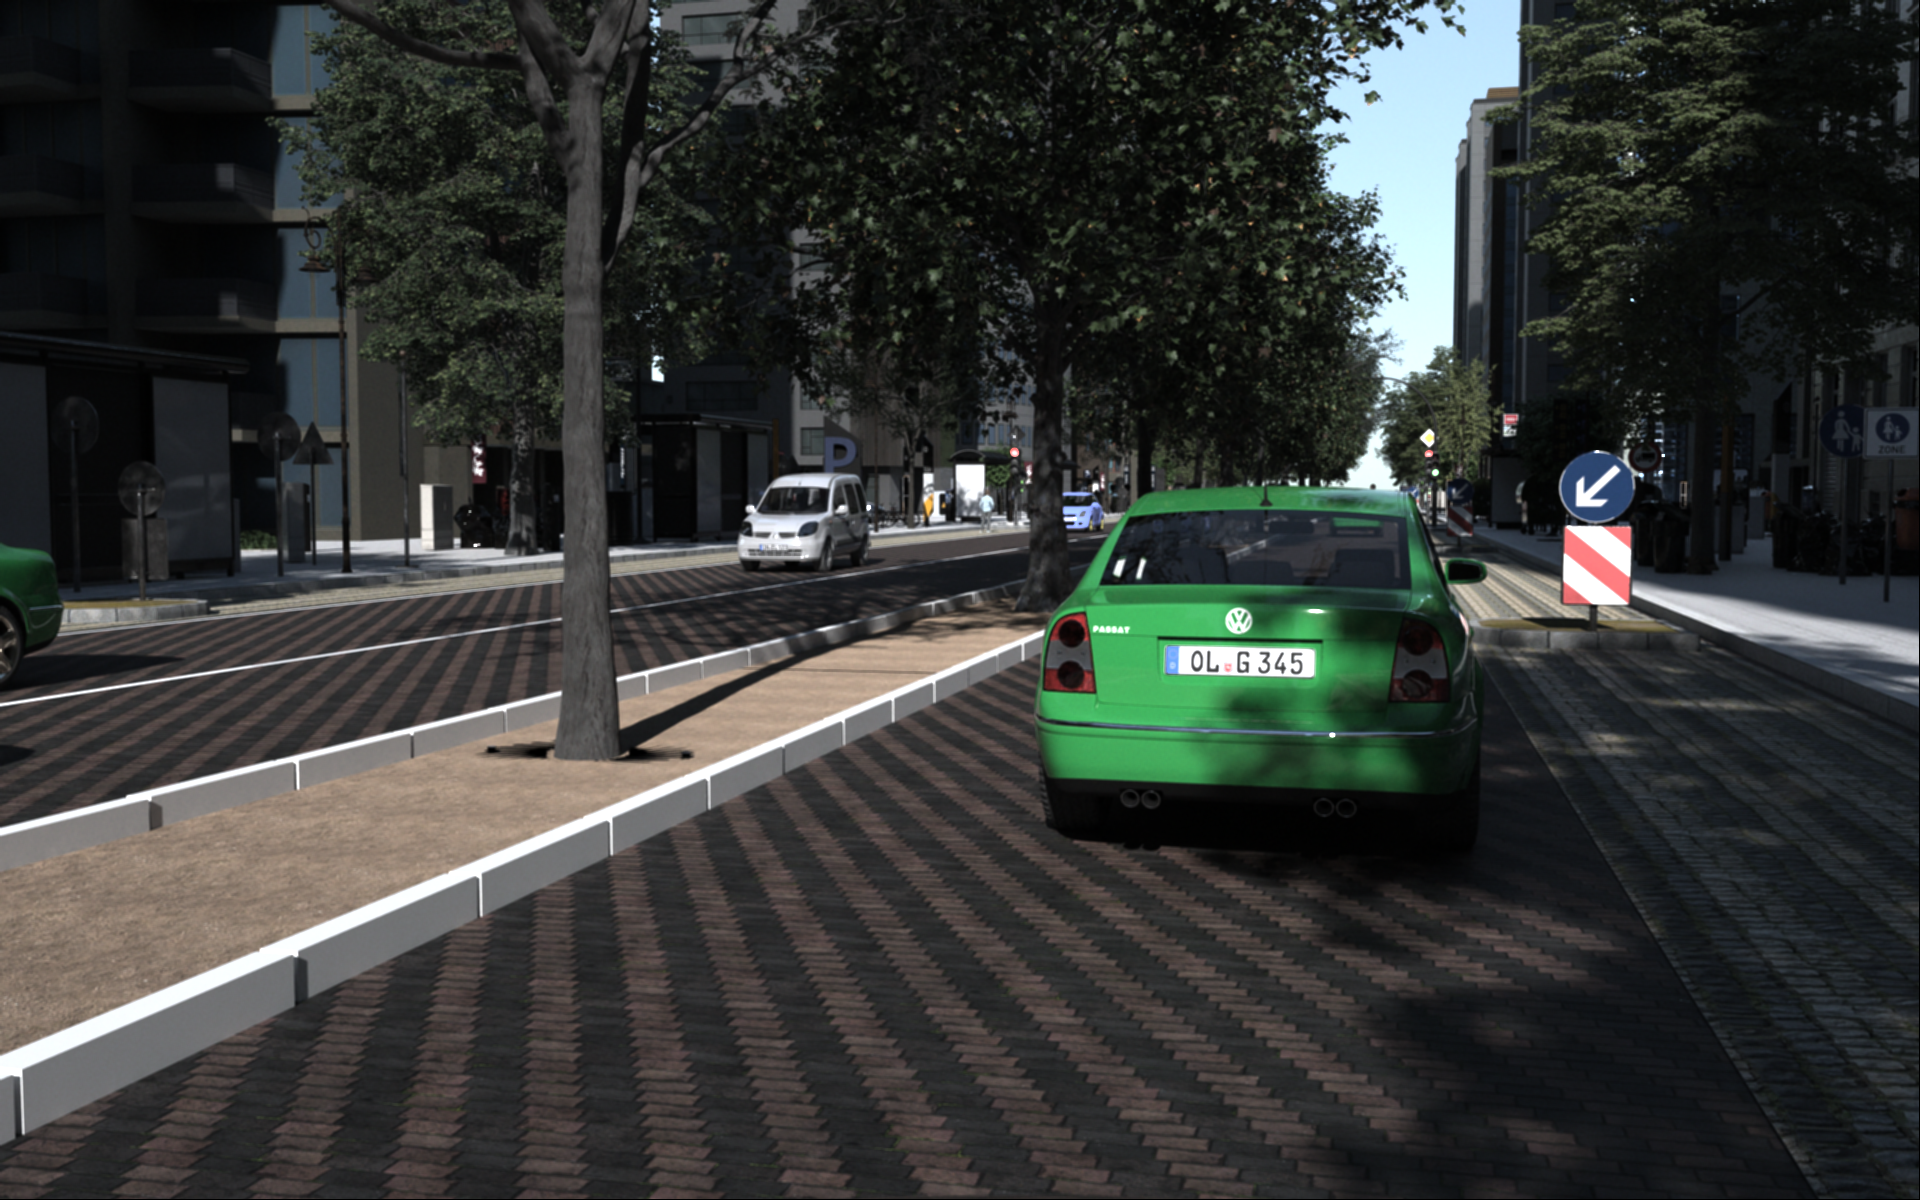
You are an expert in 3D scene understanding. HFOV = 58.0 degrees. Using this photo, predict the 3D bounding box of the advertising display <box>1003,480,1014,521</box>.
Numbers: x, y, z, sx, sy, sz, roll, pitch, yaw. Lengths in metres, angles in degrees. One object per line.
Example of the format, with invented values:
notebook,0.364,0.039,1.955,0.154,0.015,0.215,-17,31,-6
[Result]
advertising display,2.567,-5.200,90.240,0.123,1.923,0.974,-1,4,-13

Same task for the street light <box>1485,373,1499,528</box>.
street light,20.277,-5.704,66.044,0.468,5.910,1.993,1,4,13

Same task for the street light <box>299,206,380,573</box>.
street light,-10.025,-3.385,28.140,0.468,5.910,1.993,1,4,13

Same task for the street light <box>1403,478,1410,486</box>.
street light,62.384,-16.432,241.457,0.468,5.910,1.993,1,4,13

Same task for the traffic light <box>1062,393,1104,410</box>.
traffic light,6.225,-6.321,78.013,4.771,5.953,1.251,1,4,13

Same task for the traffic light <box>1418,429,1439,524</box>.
traffic light,20.181,-5.243,74.651,0.839,4.253,0.868,1,4,13

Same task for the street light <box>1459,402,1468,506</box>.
street light,25.249,-6.988,87.035,0.468,5.910,1.993,1,4,13

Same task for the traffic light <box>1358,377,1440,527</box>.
traffic light,16.260,-5.662,67.234,4.771,5.953,1.251,1,4,13

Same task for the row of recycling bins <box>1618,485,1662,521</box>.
row of recycling bins,31.451,-4.533,81.234,1.069,1.692,3.534,-2,4,-25

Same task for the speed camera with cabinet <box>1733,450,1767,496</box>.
speed camera with cabinet,35.184,-5.079,77.382,0.660,3.252,2.038,-1,4,-15

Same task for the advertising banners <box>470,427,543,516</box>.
advertising banners,-11.758,-2.976,44.839,2.074,3.025,0.090,-3,4,-38

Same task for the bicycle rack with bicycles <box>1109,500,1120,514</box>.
bicycle rack with bicycles,9.574,-6.131,113.624,2.852,0.926,2.925,1,4,19

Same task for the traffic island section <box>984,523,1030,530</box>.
traffic island section,2.268,-2.970,70.846,2.009,0.180,2.903,1,4,13

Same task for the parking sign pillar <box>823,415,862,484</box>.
parking sign pillar,-4.004,-4.317,59.048,1.447,3.967,1.447,0,4,3

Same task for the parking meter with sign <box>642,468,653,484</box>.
parking meter with sign,-15.498,-5.504,86.257,0.543,3.016,1.738,-3,5,-39

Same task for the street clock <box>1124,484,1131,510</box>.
street clock,11.882,-7.246,123.046,0.471,2.002,0.358,0,4,5

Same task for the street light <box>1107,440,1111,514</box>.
street light,9.295,-8.317,108.769,0.468,5.910,1.993,1,4,13

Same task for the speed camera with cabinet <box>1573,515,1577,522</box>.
speed camera with cabinet,32.189,-5.755,88.422,2.038,3.252,0.660,0,4,-2

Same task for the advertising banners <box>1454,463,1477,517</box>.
advertising banners,28.461,-6.109,96.063,2.074,3.025,0.090,1,4,15

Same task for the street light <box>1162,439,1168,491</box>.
street light,16.488,-10.130,138.417,0.468,5.910,1.993,1,4,13

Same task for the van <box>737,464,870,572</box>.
van,-2.948,-1.599,33.148,2.013,2.044,4.112,1,4,11

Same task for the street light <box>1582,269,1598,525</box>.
street light,12.919,-3.846,35.676,0.468,5.910,1.993,1,4,13

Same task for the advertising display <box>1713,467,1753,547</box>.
advertising display,18.688,-2.261,42.186,0.974,1.923,0.123,2,4,34

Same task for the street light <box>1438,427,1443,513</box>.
street light,32.546,-8.842,117.347,0.468,5.910,1.993,1,4,13

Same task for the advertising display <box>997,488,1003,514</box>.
advertising display,2.573,-6.393,109.747,0.123,1.923,0.974,1,4,21

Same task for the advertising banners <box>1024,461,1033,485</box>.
advertising banners,4.425,-5.891,92.501,2.074,3.025,0.090,0,4,6

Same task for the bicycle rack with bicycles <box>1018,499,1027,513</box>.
bicycle rack with bicycles,5.088,-6.309,116.531,2.925,0.926,2.852,2,4,25

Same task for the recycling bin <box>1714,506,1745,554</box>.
recycling bin,16.594,-1.532,37.602,0.722,1.027,0.722,1,4,18

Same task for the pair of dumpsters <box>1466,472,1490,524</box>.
pair of dumpsters,23.199,-4.549,76.877,1.574,2.255,4.437,1,4,14

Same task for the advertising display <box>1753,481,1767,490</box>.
advertising display,38.161,-4.751,82.896,0.123,1.923,0.974,-1,4,-23

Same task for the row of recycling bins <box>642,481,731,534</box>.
row of recycling bins,-8.231,-2.857,53.820,3.534,1.692,1.069,-2,4,-24

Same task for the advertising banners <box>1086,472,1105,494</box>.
advertising banners,10.578,-8.617,137.070,2.074,3.025,0.090,-1,4,-10

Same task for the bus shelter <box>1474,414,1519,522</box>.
bus shelter,26.201,-6.524,84.306,2.179,5.291,8.768,1,4,14

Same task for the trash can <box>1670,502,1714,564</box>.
trash can,13.547,-1.250,32.089,0.748,1.137,0.748,0,3,0

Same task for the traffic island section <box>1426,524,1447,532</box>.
traffic island section,18.352,-2.735,66.991,2.009,0.180,2.903,1,4,13

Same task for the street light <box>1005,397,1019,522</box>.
street light,2.332,-6.510,79.221,0.468,5.910,1.993,1,4,13

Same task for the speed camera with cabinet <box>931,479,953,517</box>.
speed camera with cabinet,-0.612,-6.225,96.107,2.038,3.252,0.660,-3,4,-38

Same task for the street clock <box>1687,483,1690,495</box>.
street clock,46.596,-6.527,111.279,0.471,2.002,0.358,1,4,17

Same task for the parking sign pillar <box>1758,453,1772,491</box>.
parking sign pillar,51.241,-7.423,109.840,1.447,3.967,1.447,-1,4,-12

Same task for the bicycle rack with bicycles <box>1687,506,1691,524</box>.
bicycle rack with bicycles,31.611,-3.803,75.561,2.925,0.926,2.852,3,5,40

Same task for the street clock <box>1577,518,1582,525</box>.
street clock,20.574,-3.230,57.373,0.358,2.002,0.471,-2,4,-30

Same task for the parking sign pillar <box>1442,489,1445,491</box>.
parking sign pillar,40.858,-9.563,144.828,1.447,3.967,1.447,-3,4,-37

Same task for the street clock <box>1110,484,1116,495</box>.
street clock,11.422,-7.633,129.362,0.358,2.002,0.471,-2,4,-28

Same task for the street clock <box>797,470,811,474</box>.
street clock,-4.611,-2.859,51.310,0.471,2.002,0.358,-1,4,-8

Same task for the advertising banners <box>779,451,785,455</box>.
advertising banners,-7.656,-4.522,70.130,0.090,3.025,2.074,2,4,27

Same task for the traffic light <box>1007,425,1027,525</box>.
traffic light,2.304,-5.002,70.703,0.839,4.253,0.868,1,4,13

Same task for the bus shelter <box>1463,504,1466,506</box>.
bus shelter,35.117,-8.009,122.225,1.731,3.624,6.357,1,4,13

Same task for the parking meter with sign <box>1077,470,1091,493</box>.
parking meter with sign,8.983,-8.068,128.176,0.543,3.016,1.738,-2,4,-27

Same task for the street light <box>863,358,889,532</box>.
street light,-2.810,-5.212,58.009,0.468,5.910,1.993,1,4,13

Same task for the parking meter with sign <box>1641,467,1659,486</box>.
parking meter with sign,37.552,-6.069,95.491,1.738,3.016,0.543,2,4,25

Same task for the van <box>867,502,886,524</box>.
van,-5.292,-4.216,75.950,4.112,2.044,2.013,1,4,14

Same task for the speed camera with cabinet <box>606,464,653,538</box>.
speed camera with cabinet,-9.956,-3.431,50.427,2.038,3.252,0.660,-2,4,-33

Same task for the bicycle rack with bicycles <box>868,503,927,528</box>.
bicycle rack with bicycles,-2.604,-3.246,66.454,2.925,0.926,2.852,-1,4,-20
